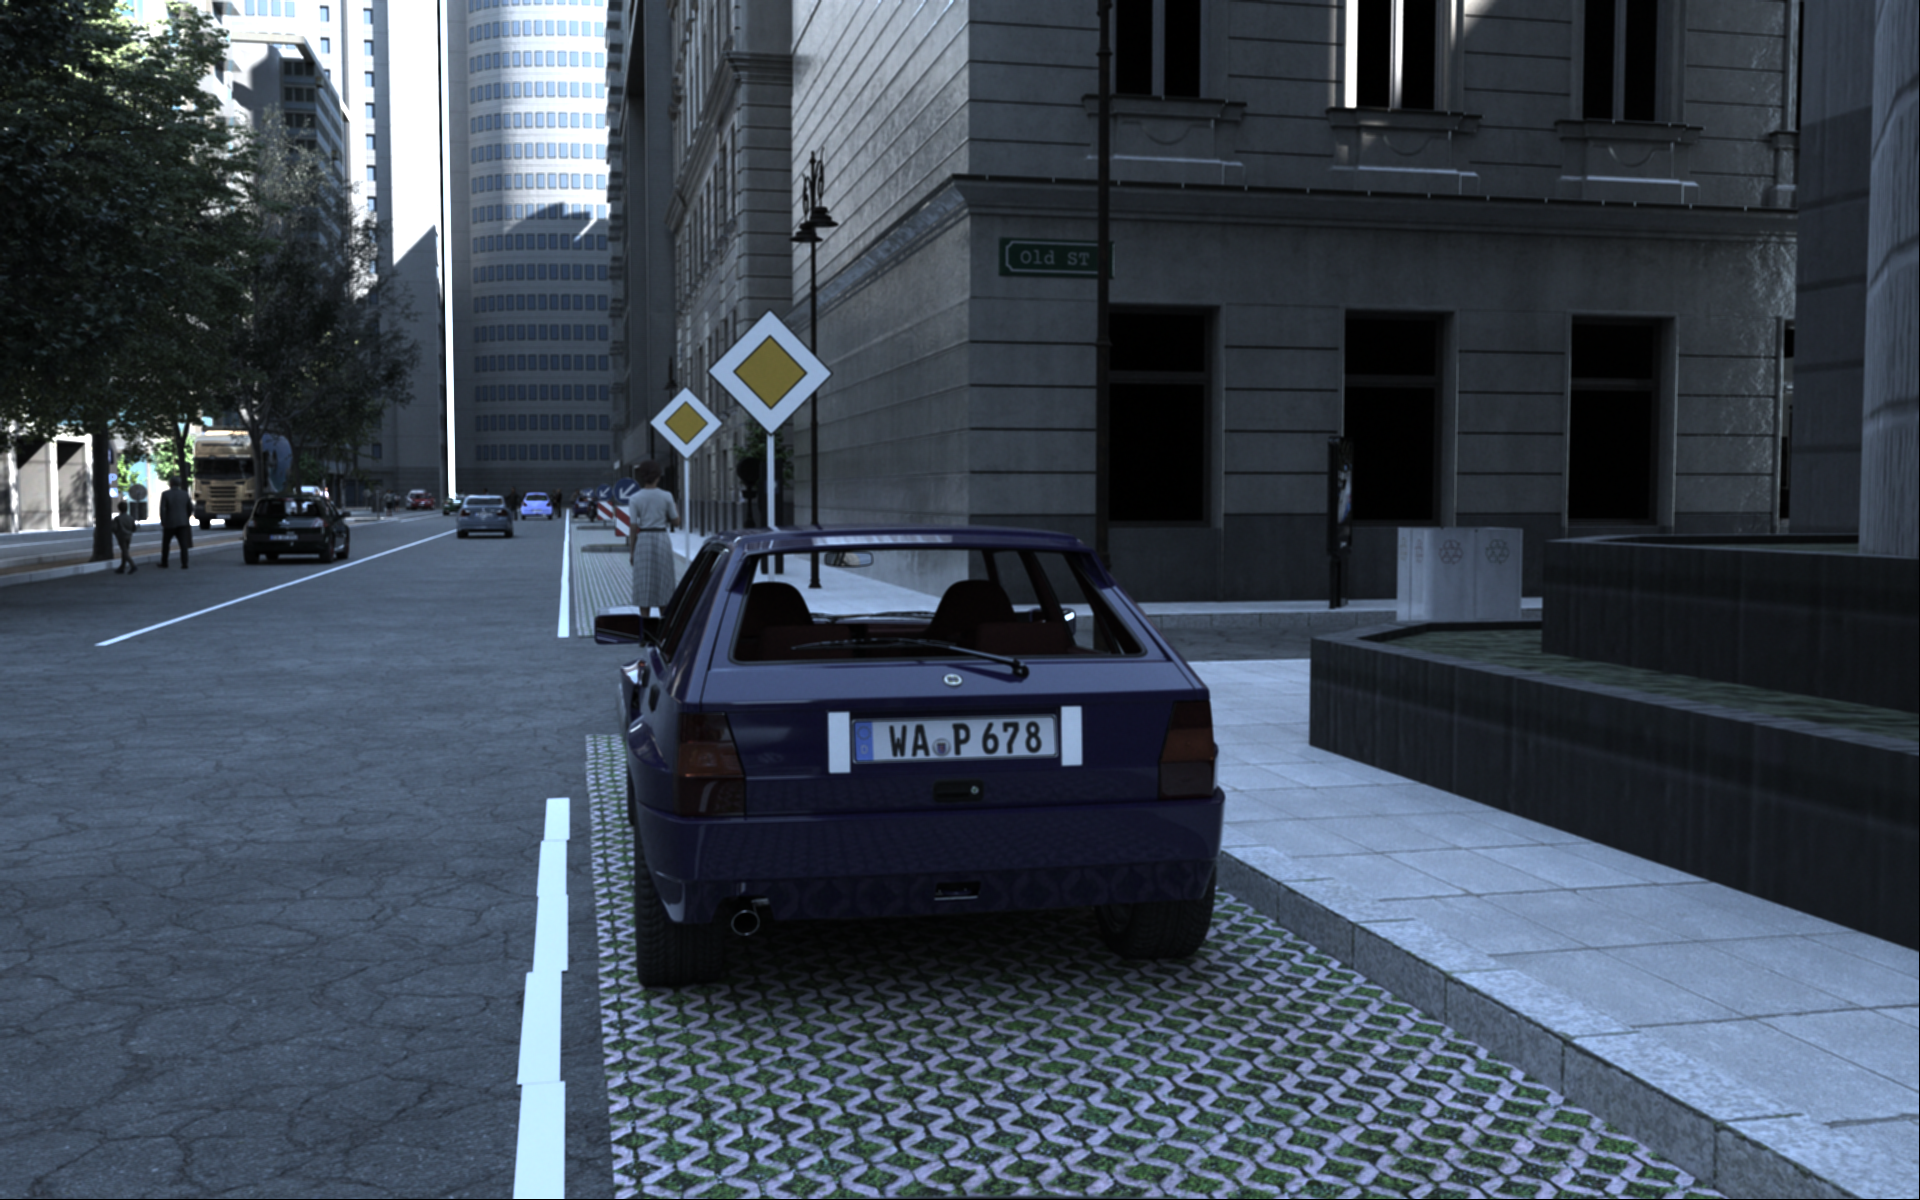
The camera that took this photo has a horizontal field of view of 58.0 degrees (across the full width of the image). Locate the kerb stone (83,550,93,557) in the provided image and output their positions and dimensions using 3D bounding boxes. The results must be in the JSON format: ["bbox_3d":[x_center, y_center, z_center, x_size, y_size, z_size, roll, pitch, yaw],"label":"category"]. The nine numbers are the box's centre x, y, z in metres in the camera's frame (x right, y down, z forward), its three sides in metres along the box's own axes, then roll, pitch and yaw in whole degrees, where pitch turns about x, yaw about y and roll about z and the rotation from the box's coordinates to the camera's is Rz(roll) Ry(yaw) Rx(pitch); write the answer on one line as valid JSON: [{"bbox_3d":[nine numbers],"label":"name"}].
[{"bbox_3d":[-19.840,-1.042,39.233,0.120,0.150,1.000,-1,4,-13],"label":"kerb stone"}]

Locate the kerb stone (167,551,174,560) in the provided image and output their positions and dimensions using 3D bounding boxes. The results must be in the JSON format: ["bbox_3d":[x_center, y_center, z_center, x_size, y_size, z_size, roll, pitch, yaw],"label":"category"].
[{"bbox_3d":[-17.330,-0.946,37.670,0.120,0.150,1.000,-1,4,-13],"label":"kerb stone"}]

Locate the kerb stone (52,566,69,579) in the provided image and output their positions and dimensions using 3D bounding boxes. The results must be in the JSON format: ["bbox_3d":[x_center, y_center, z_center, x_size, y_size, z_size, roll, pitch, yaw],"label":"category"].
[{"bbox_3d":[-15.520,-0.453,29.669,0.120,0.150,1.000,-1,4,-13],"label":"kerb stone"}]

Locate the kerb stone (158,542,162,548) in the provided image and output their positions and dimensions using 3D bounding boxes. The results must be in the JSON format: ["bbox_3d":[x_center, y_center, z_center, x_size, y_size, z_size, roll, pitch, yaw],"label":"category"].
[{"bbox_3d":[-21.423,-1.467,46.231,0.120,0.150,1.000,-1,4,-13],"label":"kerb stone"}]

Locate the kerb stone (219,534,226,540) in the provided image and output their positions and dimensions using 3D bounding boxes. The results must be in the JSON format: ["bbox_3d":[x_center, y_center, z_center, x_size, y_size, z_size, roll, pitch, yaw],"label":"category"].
[{"bbox_3d":[-23.229,-1.959,54.222,0.120,0.150,1.000,-1,4,-13],"label":"kerb stone"}]

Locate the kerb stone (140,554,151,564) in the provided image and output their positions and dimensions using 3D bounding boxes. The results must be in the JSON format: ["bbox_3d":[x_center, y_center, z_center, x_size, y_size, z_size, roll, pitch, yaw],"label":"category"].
[{"bbox_3d":[-16.891,-0.824,35.664,0.120,0.150,1.000,-1,4,-13],"label":"kerb stone"}]

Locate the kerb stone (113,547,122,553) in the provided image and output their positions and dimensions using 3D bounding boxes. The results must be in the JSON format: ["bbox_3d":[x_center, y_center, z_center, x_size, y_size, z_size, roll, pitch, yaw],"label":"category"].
[{"bbox_3d":[-20.520,-1.218,42.229,0.120,0.150,1.000,-1,4,-13],"label":"kerb stone"}]

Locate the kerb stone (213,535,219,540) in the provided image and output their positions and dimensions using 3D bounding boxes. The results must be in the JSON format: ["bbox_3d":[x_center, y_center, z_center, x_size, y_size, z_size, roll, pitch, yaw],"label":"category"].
[{"bbox_3d":[-23.004,-1.898,53.225,0.120,0.150,1.000,-1,4,-13],"label":"kerb stone"}]

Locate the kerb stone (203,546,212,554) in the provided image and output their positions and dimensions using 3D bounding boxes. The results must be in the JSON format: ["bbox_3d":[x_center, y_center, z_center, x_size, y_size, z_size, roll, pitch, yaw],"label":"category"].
[{"bbox_3d":[-18.225,-1.190,41.661,0.120,0.150,1.000,-1,4,-13],"label":"kerb stone"}]

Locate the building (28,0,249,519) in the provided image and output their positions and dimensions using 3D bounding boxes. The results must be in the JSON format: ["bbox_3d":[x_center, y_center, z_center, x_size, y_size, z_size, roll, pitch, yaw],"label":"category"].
[{"bbox_3d":[-54.397,-29.348,99.450,23.786,49.044,30.456,-1,4,-13],"label":"building"}]

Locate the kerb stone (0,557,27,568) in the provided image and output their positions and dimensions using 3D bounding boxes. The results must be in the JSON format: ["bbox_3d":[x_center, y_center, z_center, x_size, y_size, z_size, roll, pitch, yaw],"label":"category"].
[{"bbox_3d":[-18.713,-0.737,34.244,0.120,0.150,1.000,-1,4,-13],"label":"kerb stone"}]

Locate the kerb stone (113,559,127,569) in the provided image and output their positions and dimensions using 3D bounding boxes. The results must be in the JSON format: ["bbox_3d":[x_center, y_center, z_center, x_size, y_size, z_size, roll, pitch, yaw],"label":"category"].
[{"bbox_3d":[-16.426,-0.701,33.659,0.120,0.150,1.000,-1,4,-13],"label":"kerb stone"}]

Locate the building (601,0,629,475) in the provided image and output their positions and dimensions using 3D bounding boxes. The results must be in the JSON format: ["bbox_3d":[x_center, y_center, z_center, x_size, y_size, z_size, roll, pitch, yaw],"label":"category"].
[{"bbox_3d":[-19.853,-32.670,153.770,23.786,49.044,30.456,-1,4,-13],"label":"building"}]

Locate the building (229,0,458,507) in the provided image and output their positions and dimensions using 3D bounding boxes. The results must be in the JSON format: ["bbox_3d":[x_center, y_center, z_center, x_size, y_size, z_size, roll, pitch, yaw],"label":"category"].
[{"bbox_3d":[-67.278,-38.802,176.418,28.212,58.520,21.231,-1,4,-13],"label":"building"}]

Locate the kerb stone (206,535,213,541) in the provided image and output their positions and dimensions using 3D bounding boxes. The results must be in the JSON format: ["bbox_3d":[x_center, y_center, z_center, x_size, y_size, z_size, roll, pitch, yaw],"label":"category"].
[{"bbox_3d":[-22.775,-1.829,52.225,0.120,0.150,1.000,-1,4,-13],"label":"kerb stone"}]

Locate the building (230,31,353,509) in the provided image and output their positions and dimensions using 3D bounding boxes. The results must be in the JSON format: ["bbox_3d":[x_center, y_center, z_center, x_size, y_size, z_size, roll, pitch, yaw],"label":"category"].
[{"bbox_3d":[-63.930,-27.634,143.699,23.993,40.220,32.217,-1,4,-13],"label":"building"}]

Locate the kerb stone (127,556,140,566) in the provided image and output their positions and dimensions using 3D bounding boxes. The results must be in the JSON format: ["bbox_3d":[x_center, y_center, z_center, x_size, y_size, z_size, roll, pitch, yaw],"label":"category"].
[{"bbox_3d":[-16.658,-0.761,34.666,0.120,0.150,1.000,-1,4,-13],"label":"kerb stone"}]

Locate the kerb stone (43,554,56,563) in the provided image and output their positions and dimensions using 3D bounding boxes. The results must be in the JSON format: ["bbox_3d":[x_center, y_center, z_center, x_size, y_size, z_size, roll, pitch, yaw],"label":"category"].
[{"bbox_3d":[-19.169,-0.857,36.237,0.120,0.150,1.000,-1,4,-13],"label":"kerb stone"}]

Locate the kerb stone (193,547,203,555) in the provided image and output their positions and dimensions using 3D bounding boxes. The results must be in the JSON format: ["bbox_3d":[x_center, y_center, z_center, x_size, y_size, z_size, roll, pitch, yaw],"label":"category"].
[{"bbox_3d":[-18.003,-1.130,40.663,0.120,0.150,1.000,-1,4,-13],"label":"kerb stone"}]

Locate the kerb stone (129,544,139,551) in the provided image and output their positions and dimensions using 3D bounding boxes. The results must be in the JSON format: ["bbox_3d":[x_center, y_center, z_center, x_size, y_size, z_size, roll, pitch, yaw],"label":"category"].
[{"bbox_3d":[-20.744,-1.283,43.227,0.120,0.150,1.000,-1,4,-13],"label":"kerb stone"}]

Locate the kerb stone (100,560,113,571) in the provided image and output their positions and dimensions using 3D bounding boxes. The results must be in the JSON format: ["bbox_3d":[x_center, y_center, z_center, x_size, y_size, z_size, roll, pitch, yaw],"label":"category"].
[{"bbox_3d":[-16.207,-0.638,32.660,0.120,0.150,1.000,-1,4,-13],"label":"kerb stone"}]

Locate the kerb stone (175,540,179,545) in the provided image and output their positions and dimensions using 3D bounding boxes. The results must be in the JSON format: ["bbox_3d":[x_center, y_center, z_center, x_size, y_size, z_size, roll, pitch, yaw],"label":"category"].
[{"bbox_3d":[-21.874,-1.592,48.232,0.120,0.150,1.000,-1,4,-13],"label":"kerb stone"}]

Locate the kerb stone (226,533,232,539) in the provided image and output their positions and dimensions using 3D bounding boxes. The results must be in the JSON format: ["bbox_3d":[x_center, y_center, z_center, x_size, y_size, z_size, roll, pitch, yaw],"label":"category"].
[{"bbox_3d":[-23.456,-2.018,55.226,0.120,0.150,1.000,-1,4,-13],"label":"kerb stone"}]

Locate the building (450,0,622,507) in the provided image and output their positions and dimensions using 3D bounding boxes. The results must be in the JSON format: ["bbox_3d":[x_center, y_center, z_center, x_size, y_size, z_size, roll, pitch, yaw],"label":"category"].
[{"bbox_3d":[-39.253,-39.242,183.597,28.212,58.520,21.231,-1,4,-13],"label":"building"}]

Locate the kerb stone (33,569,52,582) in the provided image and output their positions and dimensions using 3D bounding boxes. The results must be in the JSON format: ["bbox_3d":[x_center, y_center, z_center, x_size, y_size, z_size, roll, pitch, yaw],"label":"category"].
[{"bbox_3d":[-15.294,-0.392,28.672,0.120,0.150,1.000,-1,4,-13],"label":"kerb stone"}]

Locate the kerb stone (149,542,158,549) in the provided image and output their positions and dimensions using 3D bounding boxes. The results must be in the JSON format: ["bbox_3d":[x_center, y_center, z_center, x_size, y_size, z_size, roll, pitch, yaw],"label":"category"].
[{"bbox_3d":[-21.189,-1.404,45.231,0.120,0.150,1.000,-1,4,-13],"label":"kerb stone"}]

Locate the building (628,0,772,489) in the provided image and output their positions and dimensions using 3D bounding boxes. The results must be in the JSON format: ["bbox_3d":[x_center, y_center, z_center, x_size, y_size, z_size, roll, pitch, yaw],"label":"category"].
[{"bbox_3d":[-9.307,-29.594,107.569,21.300,48.544,21.600,-1,4,-13],"label":"building"}]

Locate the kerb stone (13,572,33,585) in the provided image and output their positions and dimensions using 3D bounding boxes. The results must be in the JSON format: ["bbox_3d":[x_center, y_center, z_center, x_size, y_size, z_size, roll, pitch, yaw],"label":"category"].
[{"bbox_3d":[-15.073,-0.335,27.671,0.120,0.150,1.000,-1,4,-13],"label":"kerb stone"}]

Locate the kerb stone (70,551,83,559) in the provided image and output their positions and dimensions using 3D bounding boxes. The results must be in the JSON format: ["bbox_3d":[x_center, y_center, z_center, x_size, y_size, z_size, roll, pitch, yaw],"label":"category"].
[{"bbox_3d":[-19.618,-0.981,38.235,0.120,0.150,1.000,-1,4,-13],"label":"kerb stone"}]

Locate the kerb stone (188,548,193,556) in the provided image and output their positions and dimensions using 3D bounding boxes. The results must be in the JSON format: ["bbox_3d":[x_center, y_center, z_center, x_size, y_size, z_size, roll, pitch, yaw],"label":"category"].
[{"bbox_3d":[-17.785,-1.068,39.664,0.120,0.150,1.000,-1,4,-13],"label":"kerb stone"}]

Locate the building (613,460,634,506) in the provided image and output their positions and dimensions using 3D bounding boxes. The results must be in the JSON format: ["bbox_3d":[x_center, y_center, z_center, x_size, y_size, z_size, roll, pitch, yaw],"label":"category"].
[{"bbox_3d":[-15.276,-42.186,127.999,20.563,71.187,20.611,-1,4,-13],"label":"building"}]

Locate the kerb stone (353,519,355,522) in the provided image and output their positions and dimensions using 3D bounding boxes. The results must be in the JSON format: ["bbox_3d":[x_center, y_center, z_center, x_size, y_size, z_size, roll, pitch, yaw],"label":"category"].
[{"bbox_3d":[-30.681,-3.976,87.207,0.120,0.150,1.000,-1,4,-13],"label":"kerb stone"}]

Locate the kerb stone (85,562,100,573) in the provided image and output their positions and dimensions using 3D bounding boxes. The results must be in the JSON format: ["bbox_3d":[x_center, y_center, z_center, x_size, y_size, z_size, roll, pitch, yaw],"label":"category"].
[{"bbox_3d":[-15.970,-0.579,31.663,0.120,0.150,1.000,-1,4,-13],"label":"kerb stone"}]

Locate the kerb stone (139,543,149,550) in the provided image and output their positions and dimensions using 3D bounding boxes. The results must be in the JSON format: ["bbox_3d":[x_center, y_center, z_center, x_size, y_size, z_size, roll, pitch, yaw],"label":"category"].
[{"bbox_3d":[-20.969,-1.347,44.226,0.120,0.150,1.000,-1,4,-13],"label":"kerb stone"}]

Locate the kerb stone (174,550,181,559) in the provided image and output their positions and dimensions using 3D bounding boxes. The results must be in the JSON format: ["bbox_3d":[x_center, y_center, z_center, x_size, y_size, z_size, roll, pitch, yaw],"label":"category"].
[{"bbox_3d":[-17.558,-1.007,38.667,0.120,0.150,1.000,-1,4,-13],"label":"kerb stone"}]

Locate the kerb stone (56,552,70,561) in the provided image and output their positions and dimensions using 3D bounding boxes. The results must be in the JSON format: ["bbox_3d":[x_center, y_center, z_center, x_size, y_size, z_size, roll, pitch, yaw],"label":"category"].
[{"bbox_3d":[-19.388,-0.920,37.239,0.120,0.150,1.000,-1,4,-13],"label":"kerb stone"}]

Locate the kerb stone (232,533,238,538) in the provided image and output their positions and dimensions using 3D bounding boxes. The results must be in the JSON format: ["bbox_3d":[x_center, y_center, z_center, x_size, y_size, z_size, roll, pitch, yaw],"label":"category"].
[{"bbox_3d":[-23.681,-2.080,56.223,0.120,0.150,1.000,-1,4,-13],"label":"kerb stone"}]

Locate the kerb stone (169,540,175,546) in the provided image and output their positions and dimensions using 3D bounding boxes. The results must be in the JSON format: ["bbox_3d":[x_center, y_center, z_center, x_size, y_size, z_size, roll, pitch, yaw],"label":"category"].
[{"bbox_3d":[-21.647,-1.527,47.235,0.120,0.150,1.000,-1,4,-13],"label":"kerb stone"}]

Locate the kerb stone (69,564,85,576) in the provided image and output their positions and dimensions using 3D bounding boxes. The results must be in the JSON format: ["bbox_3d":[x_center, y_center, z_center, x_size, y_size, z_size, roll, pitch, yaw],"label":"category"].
[{"bbox_3d":[-15.749,-0.518,30.665,0.120,0.150,1.000,-1,4,-13],"label":"kerb stone"}]

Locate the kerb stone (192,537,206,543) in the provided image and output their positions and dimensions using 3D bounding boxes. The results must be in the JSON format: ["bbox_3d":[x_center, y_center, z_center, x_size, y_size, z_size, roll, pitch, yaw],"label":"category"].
[{"bbox_3d":[-22.554,-1.776,51.226,0.120,0.150,1.000,-1,4,-13],"label":"kerb stone"}]

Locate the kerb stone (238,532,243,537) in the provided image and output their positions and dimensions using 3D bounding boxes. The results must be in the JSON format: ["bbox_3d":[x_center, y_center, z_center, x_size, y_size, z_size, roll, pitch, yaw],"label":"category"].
[{"bbox_3d":[-23.904,-2.143,57.226,0.120,0.150,1.000,-1,4,-13],"label":"kerb stone"}]

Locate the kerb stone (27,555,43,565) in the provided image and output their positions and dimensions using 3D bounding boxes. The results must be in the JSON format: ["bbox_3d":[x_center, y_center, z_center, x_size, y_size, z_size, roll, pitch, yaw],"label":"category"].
[{"bbox_3d":[-18.935,-0.798,35.242,0.120,0.150,1.000,-1,4,-13],"label":"kerb stone"}]

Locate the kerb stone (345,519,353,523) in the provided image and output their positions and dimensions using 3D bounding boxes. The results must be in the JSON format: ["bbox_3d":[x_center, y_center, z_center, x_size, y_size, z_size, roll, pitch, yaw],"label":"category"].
[{"bbox_3d":[-30.458,-3.915,86.210,0.120,0.150,1.000,-1,4,-13],"label":"kerb stone"}]

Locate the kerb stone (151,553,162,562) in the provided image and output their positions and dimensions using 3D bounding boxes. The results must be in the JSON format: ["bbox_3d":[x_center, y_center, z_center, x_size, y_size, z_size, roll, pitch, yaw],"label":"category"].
[{"bbox_3d":[-17.104,-0.885,36.673,0.120,0.150,1.000,-1,4,-13],"label":"kerb stone"}]
